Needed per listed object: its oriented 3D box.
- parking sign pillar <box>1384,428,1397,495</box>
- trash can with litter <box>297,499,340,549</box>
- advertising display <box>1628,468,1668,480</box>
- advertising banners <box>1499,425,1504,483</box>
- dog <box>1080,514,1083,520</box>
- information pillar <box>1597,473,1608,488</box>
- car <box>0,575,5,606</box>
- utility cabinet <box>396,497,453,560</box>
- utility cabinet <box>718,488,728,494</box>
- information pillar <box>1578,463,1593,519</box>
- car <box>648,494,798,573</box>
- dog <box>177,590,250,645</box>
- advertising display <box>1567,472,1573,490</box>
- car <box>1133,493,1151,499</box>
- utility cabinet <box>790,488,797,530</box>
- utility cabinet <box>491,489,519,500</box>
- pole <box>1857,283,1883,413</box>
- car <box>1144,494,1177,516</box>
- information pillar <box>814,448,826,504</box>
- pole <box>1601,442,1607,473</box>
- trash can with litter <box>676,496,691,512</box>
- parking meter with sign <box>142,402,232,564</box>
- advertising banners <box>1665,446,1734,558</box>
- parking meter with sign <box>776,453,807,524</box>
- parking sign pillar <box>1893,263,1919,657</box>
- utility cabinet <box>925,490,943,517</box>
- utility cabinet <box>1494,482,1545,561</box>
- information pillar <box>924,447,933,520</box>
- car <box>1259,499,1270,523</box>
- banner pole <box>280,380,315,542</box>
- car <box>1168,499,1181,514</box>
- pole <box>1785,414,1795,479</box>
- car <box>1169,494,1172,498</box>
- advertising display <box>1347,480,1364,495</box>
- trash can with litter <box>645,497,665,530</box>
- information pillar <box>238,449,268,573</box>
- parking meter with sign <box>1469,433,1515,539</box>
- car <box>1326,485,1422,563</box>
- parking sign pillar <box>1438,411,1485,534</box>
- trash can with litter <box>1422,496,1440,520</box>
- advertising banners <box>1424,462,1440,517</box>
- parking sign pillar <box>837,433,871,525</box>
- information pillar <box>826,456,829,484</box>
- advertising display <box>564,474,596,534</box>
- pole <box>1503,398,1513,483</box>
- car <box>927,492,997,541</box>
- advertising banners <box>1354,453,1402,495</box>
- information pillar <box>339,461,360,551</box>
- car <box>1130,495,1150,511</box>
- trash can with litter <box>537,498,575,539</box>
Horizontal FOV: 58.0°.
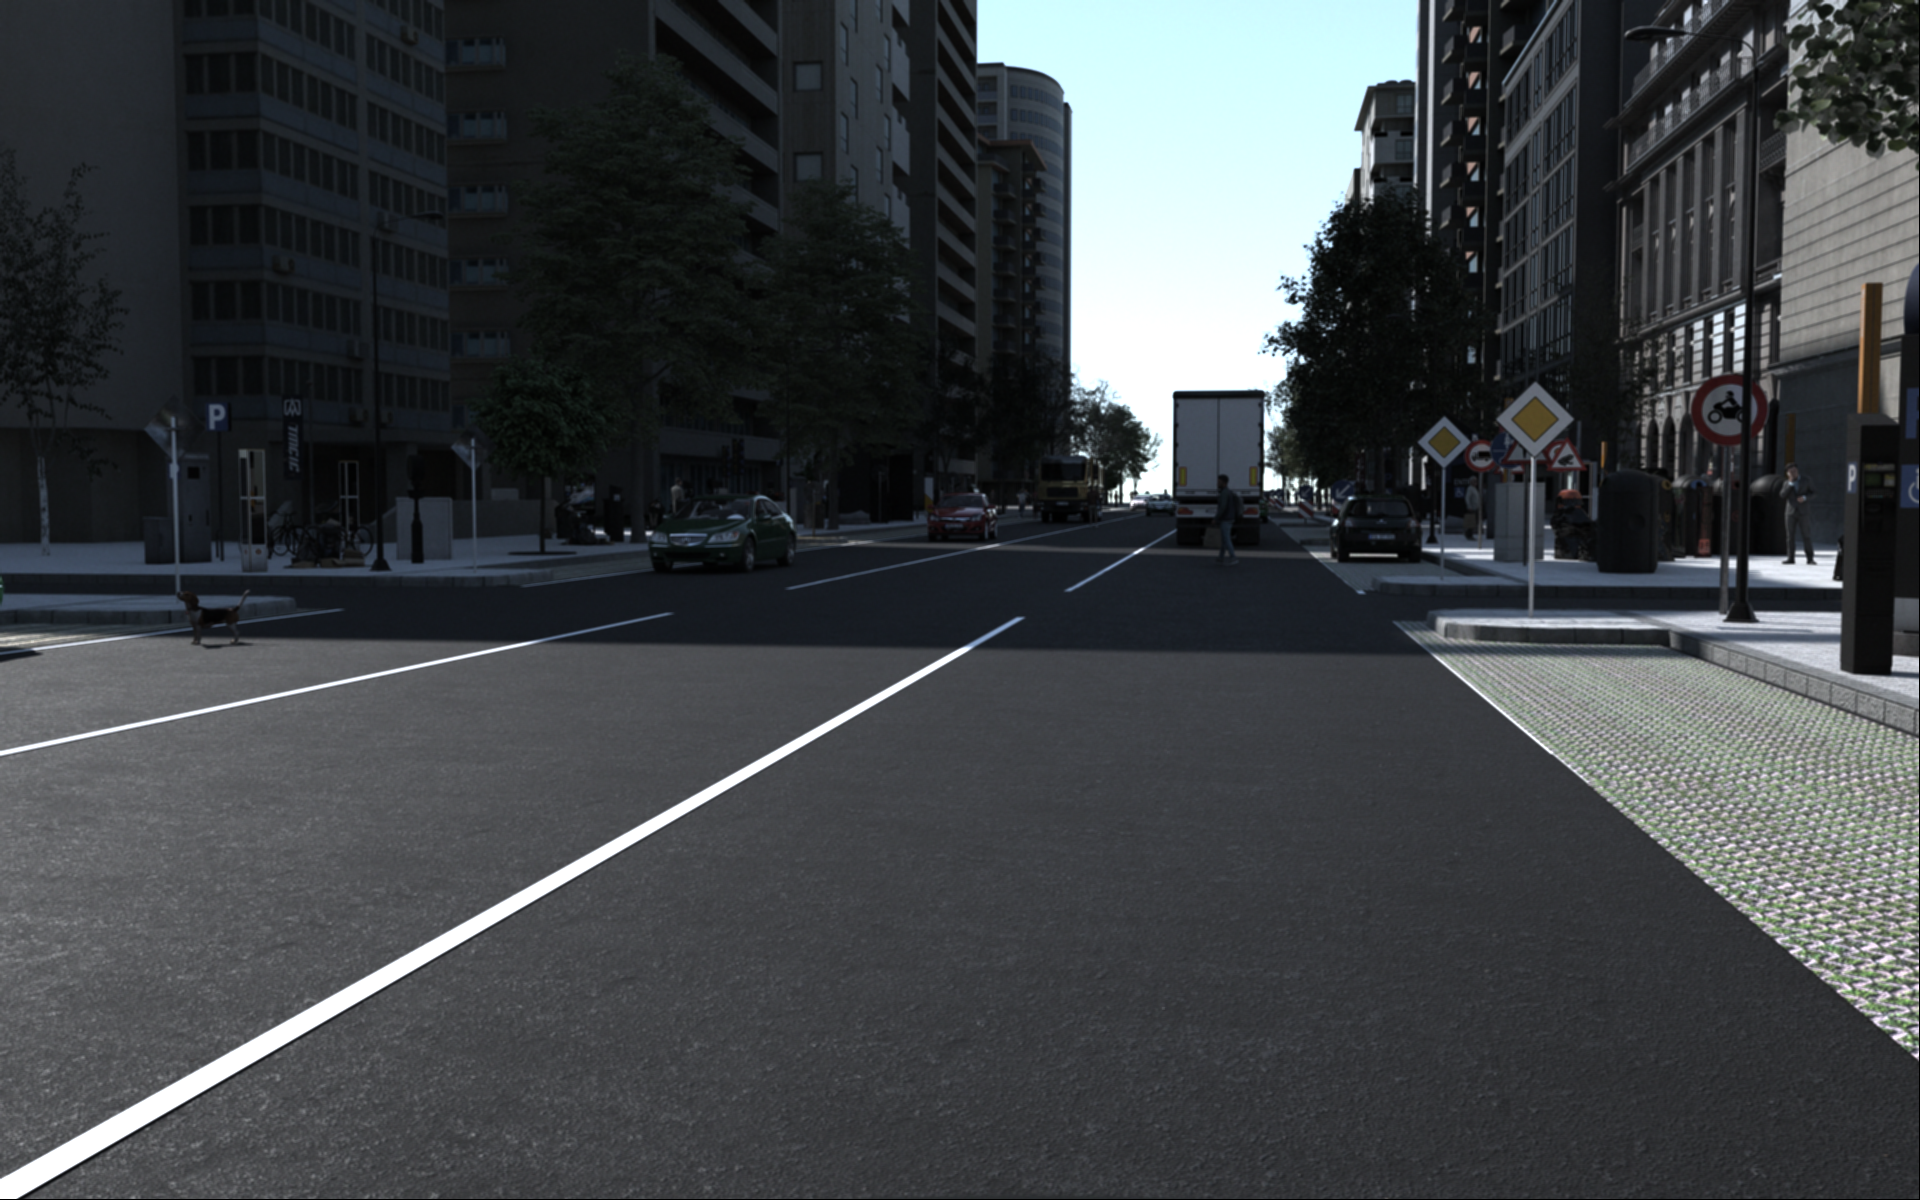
[{"bbox_3d":[17.509,-5.023,70.600,1.447,3.967,1.447,1,4,19],"label":"parking sign pillar"},{"bbox_3d":[-14.476,-1.704,39.246,0.624,1.170,1.055,1,4,20],"label":"trash can with litter"},{"bbox_3d":[16.857,-2.284,42.563,0.974,1.923,0.123,2,4,28],"label":"advertising display"},{"bbox_3d":[12.985,-2.723,40.715,0.090,3.025,2.074,0,3,0],"label":"advertising banners"},{"bbox_3d":[6.697,-4.621,94.837,0.406,0.507,0.540,-3,5,-44],"label":"dog"},{"bbox_3d":[22.128,-3.378,59.720,0.304,2.012,0.304,3,5,39],"label":"information pillar"},{"bbox_3d":[-10.016,-0.327,14.140,1.959,1.807,4.718,1,4,8],"label":"car"},{"bbox_3d":[-10.461,-1.387,33.844,1.020,1.237,0.306,0,4,-6],"label":"utility cabinet"},{"bbox_3d":[-8.497,-3.276,62.239,0.318,1.500,1.173,-1,4,-10],"label":"utility cabinet"},{"bbox_3d":[14.697,-2.218,40.760,0.304,2.012,0.304,2,4,25],"label":"information pillar"},{"bbox_3d":[-4.473,-1.310,33.224,2.131,1.459,4.920,1,4,10],"label":"car"},{"bbox_3d":[-7.135,0.166,16.569,0.406,0.507,0.540,1,4,18],"label":"dog"},{"bbox_3d":[17.590,-2.731,49.872,0.123,1.923,0.974,1,4,11],"label":"advertising display"},{"bbox_3d":[17.807,-9.724,167.788,1.959,1.807,4.718,1,4,9],"label":"car"},{"bbox_3d":[-5.952,-3.223,61.381,0.318,1.500,1.173,0,4,-6],"label":"utility cabinet"},{"bbox_3d":[-18.397,-3.741,69.841,1.173,1.500,0.318,-3,5,-39],"label":"utility cabinet"},{"bbox_3d":[8.826,-1.408,16.859,0.158,3.312,0.155,0,3,0],"label":"pole"},{"bbox_3d":[13.216,-6.265,114.234,2.131,1.459,4.920,0,4,7],"label":"car"},{"bbox_3d":[-7.165,-5.879,87.475,0.504,3.616,0.183,-3,5,-42],"label":"information pillar"},{"bbox_3d":[25.073,-4.502,67.459,0.158,3.312,0.155,0,3,0],"label":"pole"},{"bbox_3d":[-7.791,-2.460,51.285,2.233,1.210,1.678,-3,5,-45],"label":"trash can with litter"},{"bbox_3d":[-14.422,-2.205,32.307,0.543,3.016,1.738,1,4,21],"label":"parking meter with sign"},{"bbox_3d":[15.006,-2.371,34.950,2.074,3.025,0.090,-2,4,-28],"label":"advertising banners"},{"bbox_3d":[-6.918,-4.748,73.892,1.738,3.016,0.543,-2,4,-28],"label":"parking meter with sign"},{"bbox_3d":[8.071,-1.561,13.987,1.447,3.967,1.447,-3,5,-39],"label":"parking sign pillar"},{"bbox_3d":[-1.426,-5.290,95.172,0.318,1.500,1.173,3,5,42],"label":"utility cabinet"},{"bbox_3d":[10.634,-1.484,32.939,1.173,1.500,0.318,-3,4,-37],"label":"utility cabinet"},{"bbox_3d":[-1.547,-5.810,86.341,0.504,3.616,0.183,-2,4,-34],"label":"information pillar"},{"bbox_3d":[14.644,-4.809,87.427,1.959,1.807,4.718,1,4,10],"label":"car"},{"bbox_3d":[-14.521,-2.945,38.167,0.863,3.779,0.401,0,4,2],"label":"banner pole"},{"bbox_3d":[16.107,-6.965,126.460,1.945,1.354,3.894,1,4,9],"label":"car"},{"bbox_3d":[21.066,-3.068,44.010,0.158,3.312,0.155,0,3,0],"label":"pole"},{"bbox_3d":[24.993,-12.260,210.669,2.015,1.641,3.980,1,4,9],"label":"car"},{"bbox_3d":[17.520,-4.395,77.078,0.123,1.923,0.974,-3,5,-41],"label":"advertising display"},{"bbox_3d":[-10.986,-3.054,61.322,1.055,1.170,0.624,1,4,17],"label":"trash can with litter"},{"bbox_3d":[-11.596,-1.463,28.416,0.304,2.012,0.304,3,5,42],"label":"information pillar"},{"bbox_3d":[15.418,-3.247,49.352,1.738,3.016,0.543,3,4,36],"label":"parking meter with sign"},{"bbox_3d":[8.948,-1.689,37.405,2.009,1.686,4.222,1,4,9],"label":"car"},{"bbox_3d":[16.160,-4.113,55.713,1.447,3.967,1.447,3,5,40],"label":"parking sign pillar"},{"bbox_3d":[23.350,-4.528,85.094,2.233,1.210,1.678,0,4,-3],"label":"trash can with litter"},{"bbox_3d":[26.495,-6.049,95.083,2.074,3.025,0.090,1,4,20],"label":"advertising banners"},{"bbox_3d":[-4.488,-5.167,72.955,1.447,3.967,1.447,-1,4,-19],"label":"parking sign pillar"},{"bbox_3d":[-7.912,-6.799,102.526,0.183,3.616,0.504,-2,4,-32],"label":"information pillar"},{"bbox_3d":[-12.107,-3.059,55.224,0.974,1.923,0.123,0,4,-7],"label":"advertising display"},{"bbox_3d":[11.653,-2.631,36.861,0.158,3.312,0.155,0,3,0],"label":"pole"},{"bbox_3d":[0.099,-2.750,53.997,2.155,1.783,4.494,0,4,7],"label":"car"},{"bbox_3d":[17.620,-4.705,73.114,2.074,3.025,0.090,2,4,28],"label":"advertising banners"},{"bbox_3d":[-13.548,-2.076,38.438,0.304,2.012,0.304,3,5,42],"label":"information pillar"},{"bbox_3d":[15.852,-8.444,150.428,2.083,1.381,4.827,1,4,10],"label":"car"},{"bbox_3d":[-11.585,-2.341,49.669,1.055,1.170,0.624,0,4,-3],"label":"trash can with litter"}]
